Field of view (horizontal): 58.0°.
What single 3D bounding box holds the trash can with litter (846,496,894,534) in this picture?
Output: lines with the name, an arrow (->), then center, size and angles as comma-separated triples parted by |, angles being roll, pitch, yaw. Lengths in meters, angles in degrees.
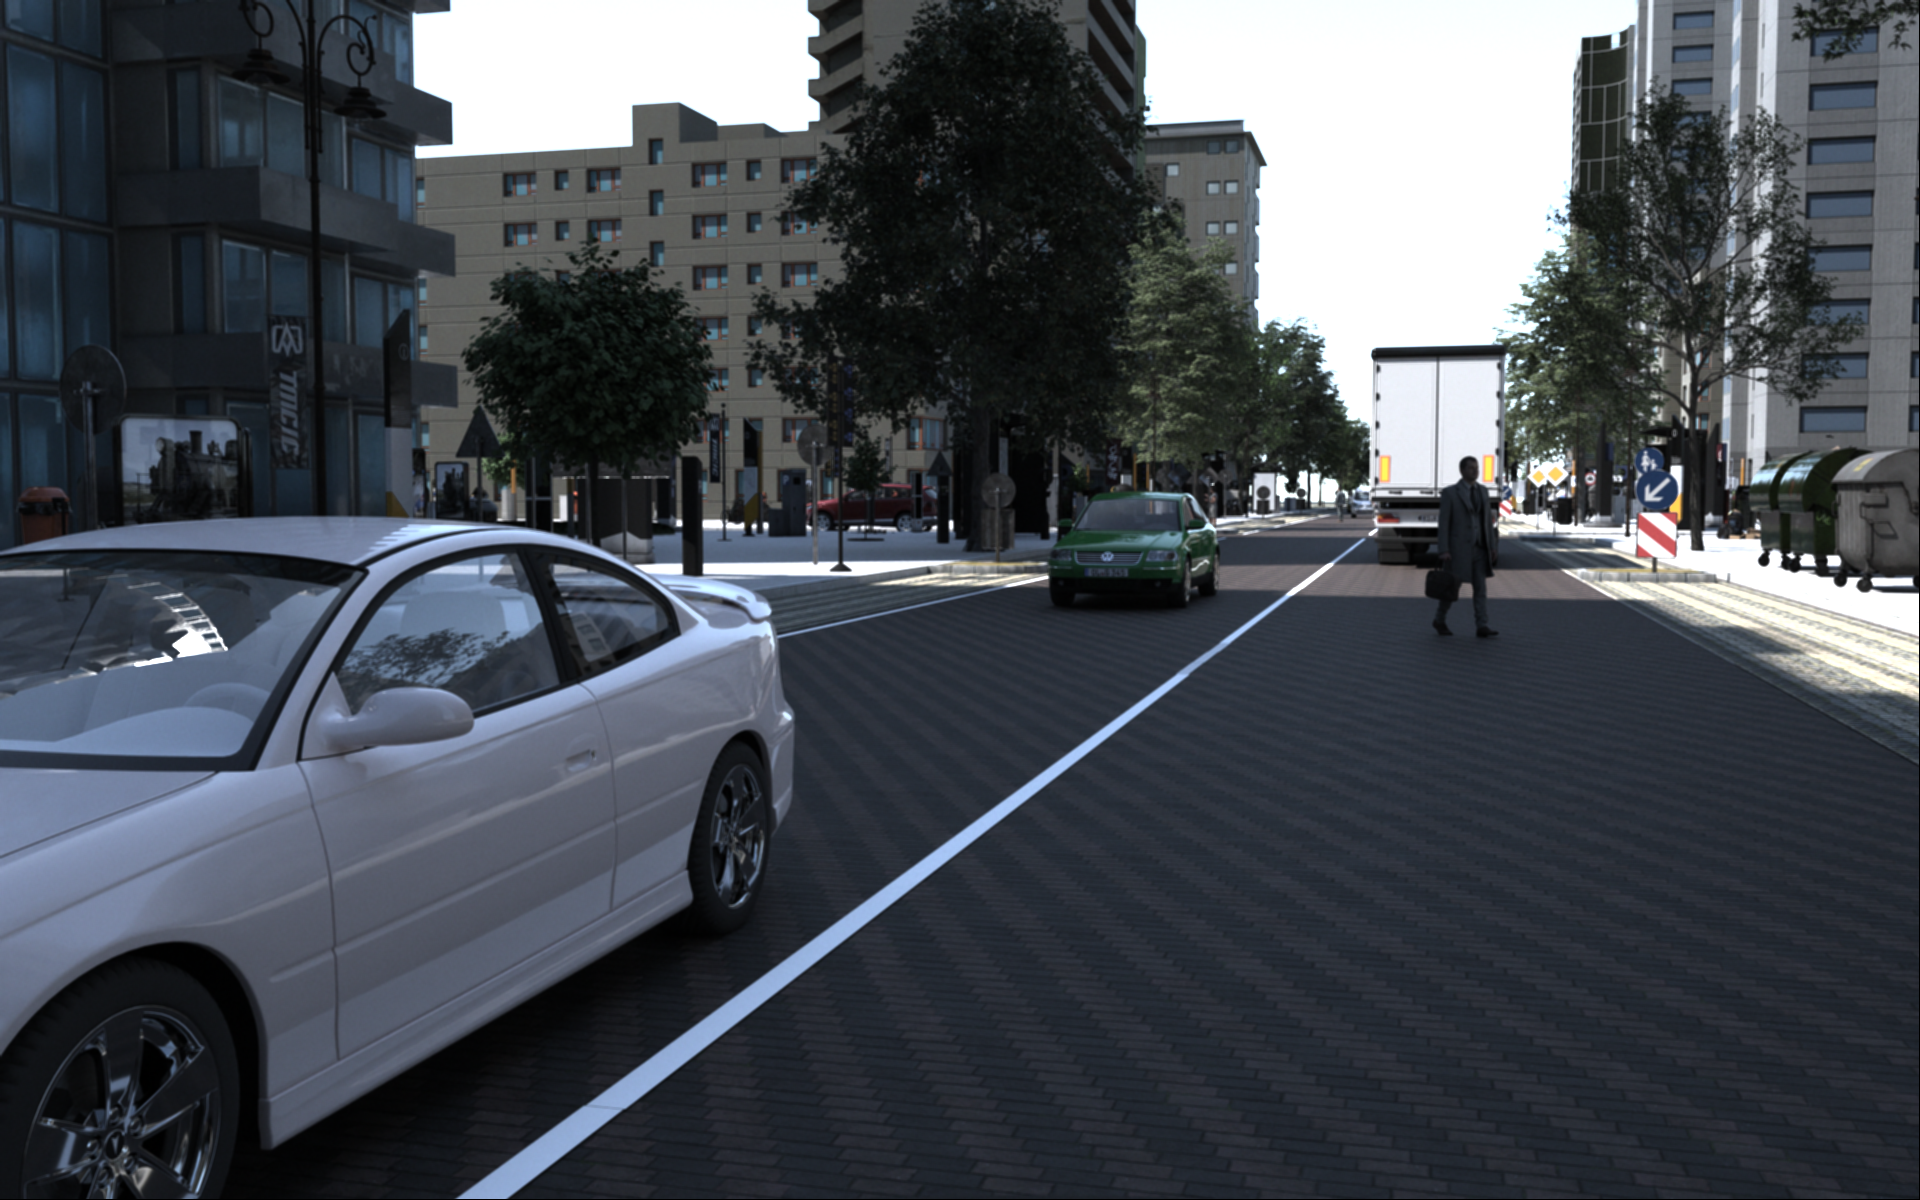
trash can with litter -> -2.943, -2.773, 56.398 | 1.678, 1.210, 2.233 | -1, 4, -12

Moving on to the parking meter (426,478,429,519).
parking meter -> -16.863, -2.970, 54.264 | 0.399, 1.863, 0.255 | -1, 4, -22

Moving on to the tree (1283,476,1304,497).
tree -> 27.270, -9.064, 142.798 | 1.663, 3.219, 1.824 | 0, 3, 0

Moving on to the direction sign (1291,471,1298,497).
direction sign -> 26.288, -8.816, 136.143 | 0.379, 3.537, 0.876 | -1, 4, -20

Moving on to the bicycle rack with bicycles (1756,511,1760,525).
bicycle rack with bicycles -> 37.351, -3.976, 78.389 | 2.925, 0.926, 2.852 | -1, 4, -17

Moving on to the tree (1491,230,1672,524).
tree -> 26.515, -9.587, 74.870 | 7.486, 12.596, 7.792 | 0, 3, 0

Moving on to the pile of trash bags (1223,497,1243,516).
pile of trash bags -> 14.865, -5.579, 100.969 | 1.912, 1.369, 3.447 | -3, 5, -44

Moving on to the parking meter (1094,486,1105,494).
parking meter -> 4.452, -2.879, 55.484 | 0.372, 1.533, 0.369 | 0, 3, 0

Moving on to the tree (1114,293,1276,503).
tree -> 10.654, -8.854, 79.173 | 8.767, 10.594, 7.601 | 2, 4, 27

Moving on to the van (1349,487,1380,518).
van -> 24.641, -6.004, 105.183 | 2.013, 2.044, 4.112 | 1, 4, 14

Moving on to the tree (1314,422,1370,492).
tree -> 46.273, -16.913, 210.947 | 7.601, 10.594, 8.767 | -2, 4, -35

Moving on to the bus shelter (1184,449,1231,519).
bus shelter -> 13.282, -6.212, 92.850 | 1.731, 3.624, 6.357 | 1, 4, 15

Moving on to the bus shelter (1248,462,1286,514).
bus shelter -> 19.912, -7.248, 112.425 | 2.014, 3.302, 5.546 | 1, 4, 15

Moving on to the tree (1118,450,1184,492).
tree -> 13.108, -8.703, 126.008 | 4.285, 4.588, 4.351 | 0, 3, 0

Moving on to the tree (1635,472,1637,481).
tree -> 49.509, -8.156, 127.957 | 1.663, 3.219, 1.824 | 0, 3, 0

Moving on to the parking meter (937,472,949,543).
parking meter -> -0.442, -2.415, 45.192 | 0.255, 1.863, 0.399 | -1, 4, -14

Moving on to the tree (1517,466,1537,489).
tree -> 39.396, -7.732, 121.019 | 1.663, 3.219, 1.824 | 0, 3, 0

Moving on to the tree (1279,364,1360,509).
tree -> 30.043, -14.240, 150.947 | 7.486, 12.596, 7.792 | 0, 3, 0

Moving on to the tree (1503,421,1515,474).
tree -> 47.445, -12.261, 150.828 | 4.360, 8.622, 3.978 | 0, 3, 0

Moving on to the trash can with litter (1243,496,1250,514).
trash can with litter -> 18.378, -6.175, 112.347 | 0.624, 1.170, 1.055 | 2, 4, 29

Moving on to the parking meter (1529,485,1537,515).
parking meter -> 35.185, -6.157, 106.384 | 0.399, 1.863, 0.255 | 2, 4, 24

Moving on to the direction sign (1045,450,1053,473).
direction sign -> 4.533, -5.944, 89.184 | 0.379, 3.537, 0.876 | -2, 4, -28

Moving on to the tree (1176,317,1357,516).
tree -> 16.644, -10.842, 103.016 | 9.928, 11.665, 9.643 | 0, 3, 0

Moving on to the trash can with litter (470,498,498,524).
trash can with litter -> -11.654, -1.940, 43.114 | 0.624, 1.170, 1.055 | -3, 4, -39

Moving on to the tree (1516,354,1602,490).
tree -> 30.318, -8.385, 87.465 | 4.360, 8.622, 3.978 | 0, 3, 0

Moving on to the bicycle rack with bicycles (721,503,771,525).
bicycle rack with bicycles -> -8.860, -3.641, 72.913 | 2.852, 0.926, 2.925 | 3, 5, 45

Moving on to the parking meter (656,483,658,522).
parking meter -> -13.872, -4.562, 80.295 | 0.399, 1.863, 0.255 | 2, 4, 31

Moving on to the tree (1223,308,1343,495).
tree -> 21.776, -13.073, 120.403 | 9.857, 13.997, 8.962 | 0, 3, 0

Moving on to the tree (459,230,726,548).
tree -> -4.599, -2.331, 21.818 | 4.285, 4.588, 4.351 | 0, 3, 0

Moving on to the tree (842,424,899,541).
tree -> -2.482, -3.250, 47.739 | 1.663, 3.219, 1.824 | 0, 3, 0

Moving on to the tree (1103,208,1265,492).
tree -> 8.290, -9.268, 69.654 | 7.486, 12.596, 7.792 | 0, 3, 0

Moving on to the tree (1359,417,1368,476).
tree -> 49.368, -18.798, 225.468 | 7.486, 12.596, 7.792 | 0, 3, 0

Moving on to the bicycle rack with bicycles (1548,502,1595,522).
bicycle rack with bicycles -> 28.327, -4.040, 79.434 | 2.925, 0.926, 2.852 | 1, 4, 9

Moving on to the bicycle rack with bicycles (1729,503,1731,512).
bicycle rack with bicycles -> 30.877, -3.678, 73.521 | 2.852, 0.926, 2.925 | 3, 5, 43

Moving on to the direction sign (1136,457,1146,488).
direction sign -> 11.044, -6.946, 105.566 | 0.379, 3.537, 0.876 | -2, 4, -34

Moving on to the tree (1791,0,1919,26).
tree -> 9.123, -4.652, 10.470 | 7.601, 10.594, 8.767 | -3, 5, -45

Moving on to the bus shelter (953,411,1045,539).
bus shelter -> 1.400, -3.700, 51.771 | 1.731, 3.624, 6.357 | 1, 4, 15

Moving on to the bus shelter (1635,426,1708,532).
bus shelter -> 25.475, -4.336, 62.175 | 1.731, 3.624, 6.357 | 1, 4, 15

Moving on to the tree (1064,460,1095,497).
tree -> 6.709, -6.168, 95.444 | 1.663, 3.219, 1.824 | 0, 3, 0

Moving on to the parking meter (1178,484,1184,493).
parking meter -> 11.772, -5.260, 91.710 | 0.255, 1.863, 0.399 | -3, 5, -45

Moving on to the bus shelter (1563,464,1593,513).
bus shelter -> 41.612, -7.561, 117.543 | 2.014, 3.302, 5.546 | 1, 4, 15

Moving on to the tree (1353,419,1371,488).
tree -> 66.822, -23.455, 290.146 | 9.857, 13.997, 8.962 | 0, 3, 0

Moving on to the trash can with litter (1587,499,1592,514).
trash can with litter -> 40.327, -6.096, 111.057 | 1.055, 1.170, 0.624 | 2, 4, 27

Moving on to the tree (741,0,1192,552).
tree -> 0.446, -7.420, 38.325 | 9.611, 12.733, 9.660 | 0, 3, 0

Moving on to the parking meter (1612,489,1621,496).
parking meter -> 30.346, -4.385, 80.113 | 0.372, 1.533, 0.369 | 0, 3, 0

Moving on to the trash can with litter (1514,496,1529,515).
trash can with litter -> 35.242, -5.930, 108.345 | 1.055, 1.170, 0.624 | 0, 4, 1

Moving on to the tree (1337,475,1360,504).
tree -> 52.260, -15.258, 233.176 | 4.285, 4.588, 4.351 | 0, 3, 0

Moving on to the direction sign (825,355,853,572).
direction sign -> -1.978, -2.240, 28.619 | 0.379, 3.537, 0.876 | 2, 4, 23

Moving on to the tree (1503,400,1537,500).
tree -> 42.994, -11.334, 135.676 | 4.737, 8.622, 4.395 | 0, 3, 0

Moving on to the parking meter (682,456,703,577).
parking meter -> -4.168, -1.301, 26.977 | 0.255, 1.863, 0.399 | 0, 4, 4

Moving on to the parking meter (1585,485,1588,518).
parking meter -> 33.147, -5.284, 92.110 | 0.399, 1.863, 0.255 | -1, 4, -11
